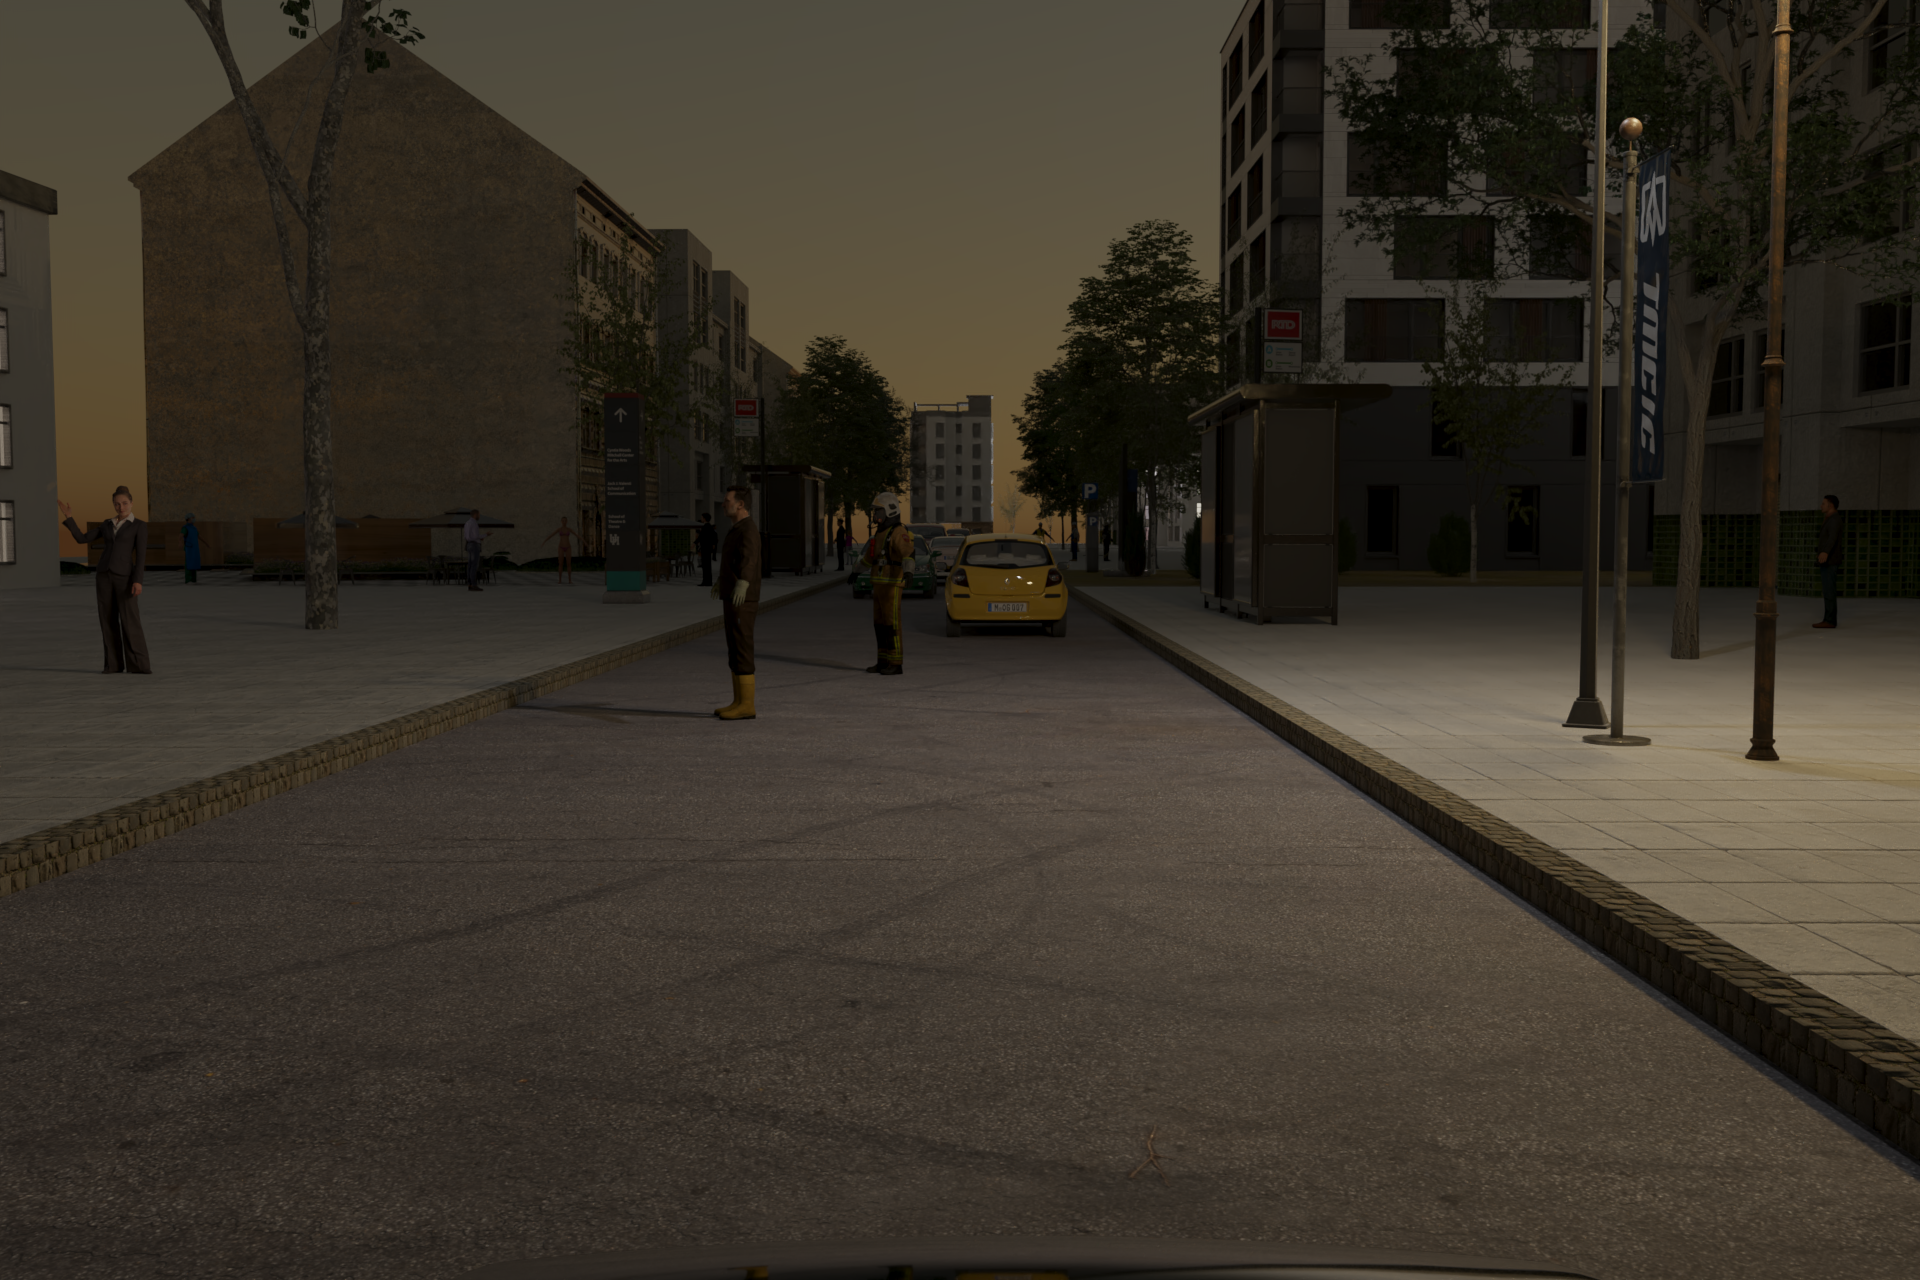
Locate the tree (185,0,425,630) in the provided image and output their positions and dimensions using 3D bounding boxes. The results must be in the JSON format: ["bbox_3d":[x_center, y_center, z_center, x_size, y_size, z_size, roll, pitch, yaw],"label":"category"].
[{"bbox_3d":[-9.829,-10.266,23.733,12.611,20.169,13.585,0,3,0],"label":"tree"}]

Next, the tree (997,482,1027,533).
[{"bbox_3d":[7.668,-17.744,240.482,4.360,8.622,3.978,0,3,0],"label":"tree"}]

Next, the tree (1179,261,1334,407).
[{"bbox_3d":[7.648,-5.955,47.725,4.360,8.622,3.978,0,3,0],"label":"tree"}]

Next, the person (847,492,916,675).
[{"bbox_3d":[-0.765,-0.581,17.717,0.705,1.858,1.354,-2,4,-29],"label":"person"}]

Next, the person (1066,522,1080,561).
[{"bbox_3d":[5.372,-4.641,81.735,0.705,1.847,1.347,-1,4,-22],"label":"person"}]

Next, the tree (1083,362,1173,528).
[{"bbox_3d":[7.768,-7.500,72.988,4.360,8.622,3.978,0,3,0],"label":"tree"}]

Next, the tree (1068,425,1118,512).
[{"bbox_3d":[8.576,-9.777,110.217,4.737,8.622,4.395,0,3,0],"label":"tree"}]

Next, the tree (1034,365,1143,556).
[{"bbox_3d":[7.934,-10.743,101.411,9.928,11.665,9.643,0,3,0],"label":"tree"}]

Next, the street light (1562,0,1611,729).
[{"bbox_3d":[4.724,-2.374,11.357,1.470,5.913,1.316,0,4,0],"label":"street light"}]

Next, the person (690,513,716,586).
[{"bbox_3d":[-6.259,-2.225,42.569,0.705,1.806,1.347,1,4,15],"label":"person"}]

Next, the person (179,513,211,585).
[{"bbox_3d":[-19.336,-2.293,43.622,0.704,1.817,1.347,0,4,7],"label":"person"}]

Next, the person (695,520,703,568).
[{"bbox_3d":[-9.891,-3.671,66.167,0.704,1.843,1.345,0,4,7],"label":"person"}]

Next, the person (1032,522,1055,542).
[{"bbox_3d":[3.745,-4.549,80.343,1.349,1.833,0.705,-1,4,-21],"label":"person"}]

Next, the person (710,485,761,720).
[{"bbox_3d":[-1.744,-0.298,13.466,0.704,1.812,1.346,-1,4,-15],"label":"person"}]

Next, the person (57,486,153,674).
[{"bbox_3d":[-7.803,-0.548,15.806,0.742,1.727,0.445,-2,4,-27],"label":"person"}]

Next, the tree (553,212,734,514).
[{"bbox_3d":[-7.708,-5.532,40.809,4.737,8.622,4.395,0,3,0],"label":"tree"}]

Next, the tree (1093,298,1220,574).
[{"bbox_3d":[5.922,-6.397,54.960,4.360,8.622,3.978,0,3,0],"label":"tree"}]

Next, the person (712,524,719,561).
[{"bbox_3d":[-11.482,-4.577,81.554,0.721,1.740,1.216,0,3,0],"label":"person"}]

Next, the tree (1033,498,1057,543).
[{"bbox_3d":[12.566,-17.482,236.195,4.360,8.622,3.978,0,3,0],"label":"tree"}]

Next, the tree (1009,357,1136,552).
[{"bbox_3d":[8.186,-13.262,123.481,9.857,13.997,8.962,0,3,0],"label":"tree"}]

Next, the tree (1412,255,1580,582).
[{"bbox_3d":[13.679,-5.818,45.484,4.737,8.622,4.395,0,3,0],"label":"tree"}]

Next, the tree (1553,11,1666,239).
[{"bbox_3d":[23.445,-11.854,49.697,12.611,20.169,13.585,0,3,0],"label":"tree"}]

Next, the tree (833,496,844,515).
[{"bbox_3d":[-19.543,-20.112,239.200,12.009,13.543,11.850,0,3,0],"label":"tree"}]

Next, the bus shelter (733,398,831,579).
[{"bbox_3d":[-5.518,-4.657,53.778,2.179,5.291,8.768,0,4,1],"label":"bus shelter"}]

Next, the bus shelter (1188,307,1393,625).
[{"bbox_3d":[5.012,-3.106,28.423,2.179,5.291,8.768,0,4,0],"label":"bus shelter"}]

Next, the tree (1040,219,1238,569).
[{"bbox_3d":[6.683,-8.876,63.246,7.486,12.596,7.792,0,3,0],"label":"tree"}]

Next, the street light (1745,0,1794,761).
[{"bbox_3d":[4.572,-2.257,9.691,0.468,5.910,1.993,0,4,1],"label":"street light"}]

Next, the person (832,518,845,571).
[{"bbox_3d":[-4.192,-3.330,60.376,0.705,1.837,1.347,1,4,8],"label":"person"}]

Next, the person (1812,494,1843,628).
[{"bbox_3d":[11.839,-1.075,23.649,0.705,1.821,1.348,2,4,25],"label":"person"}]

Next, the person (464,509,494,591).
[{"bbox_3d":[-10.844,-2.027,39.059,0.599,1.838,0.709,-3,4,-36],"label":"person"}]

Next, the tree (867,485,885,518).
[{"bbox_3d":[-10.814,-17.679,239.416,4.360,8.622,3.978,0,3,0],"label":"tree"}]

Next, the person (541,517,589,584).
[{"bbox_3d":[-10.231,-2.327,44.841,1.217,1.733,0.721,-1,4,-16],"label":"person"}]

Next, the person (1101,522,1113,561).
[{"bbox_3d":[6.936,-4.640,81.642,0.705,1.856,1.354,1,4,20],"label":"person"}]

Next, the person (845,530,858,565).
[{"bbox_3d":[-4.620,-3.826,71.814,0.991,1.433,0.599,-2,4,-35],"label":"person"}]

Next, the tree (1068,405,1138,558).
[{"bbox_3d":[7.770,-8.727,93.052,4.360,8.622,3.978,0,3,0],"label":"tree"}]

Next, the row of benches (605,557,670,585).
[{"bbox_3d":[-8.391,-1.828,45.357,1.422,0.672,4.104,0,4,5],"label":"row of benches"}]
